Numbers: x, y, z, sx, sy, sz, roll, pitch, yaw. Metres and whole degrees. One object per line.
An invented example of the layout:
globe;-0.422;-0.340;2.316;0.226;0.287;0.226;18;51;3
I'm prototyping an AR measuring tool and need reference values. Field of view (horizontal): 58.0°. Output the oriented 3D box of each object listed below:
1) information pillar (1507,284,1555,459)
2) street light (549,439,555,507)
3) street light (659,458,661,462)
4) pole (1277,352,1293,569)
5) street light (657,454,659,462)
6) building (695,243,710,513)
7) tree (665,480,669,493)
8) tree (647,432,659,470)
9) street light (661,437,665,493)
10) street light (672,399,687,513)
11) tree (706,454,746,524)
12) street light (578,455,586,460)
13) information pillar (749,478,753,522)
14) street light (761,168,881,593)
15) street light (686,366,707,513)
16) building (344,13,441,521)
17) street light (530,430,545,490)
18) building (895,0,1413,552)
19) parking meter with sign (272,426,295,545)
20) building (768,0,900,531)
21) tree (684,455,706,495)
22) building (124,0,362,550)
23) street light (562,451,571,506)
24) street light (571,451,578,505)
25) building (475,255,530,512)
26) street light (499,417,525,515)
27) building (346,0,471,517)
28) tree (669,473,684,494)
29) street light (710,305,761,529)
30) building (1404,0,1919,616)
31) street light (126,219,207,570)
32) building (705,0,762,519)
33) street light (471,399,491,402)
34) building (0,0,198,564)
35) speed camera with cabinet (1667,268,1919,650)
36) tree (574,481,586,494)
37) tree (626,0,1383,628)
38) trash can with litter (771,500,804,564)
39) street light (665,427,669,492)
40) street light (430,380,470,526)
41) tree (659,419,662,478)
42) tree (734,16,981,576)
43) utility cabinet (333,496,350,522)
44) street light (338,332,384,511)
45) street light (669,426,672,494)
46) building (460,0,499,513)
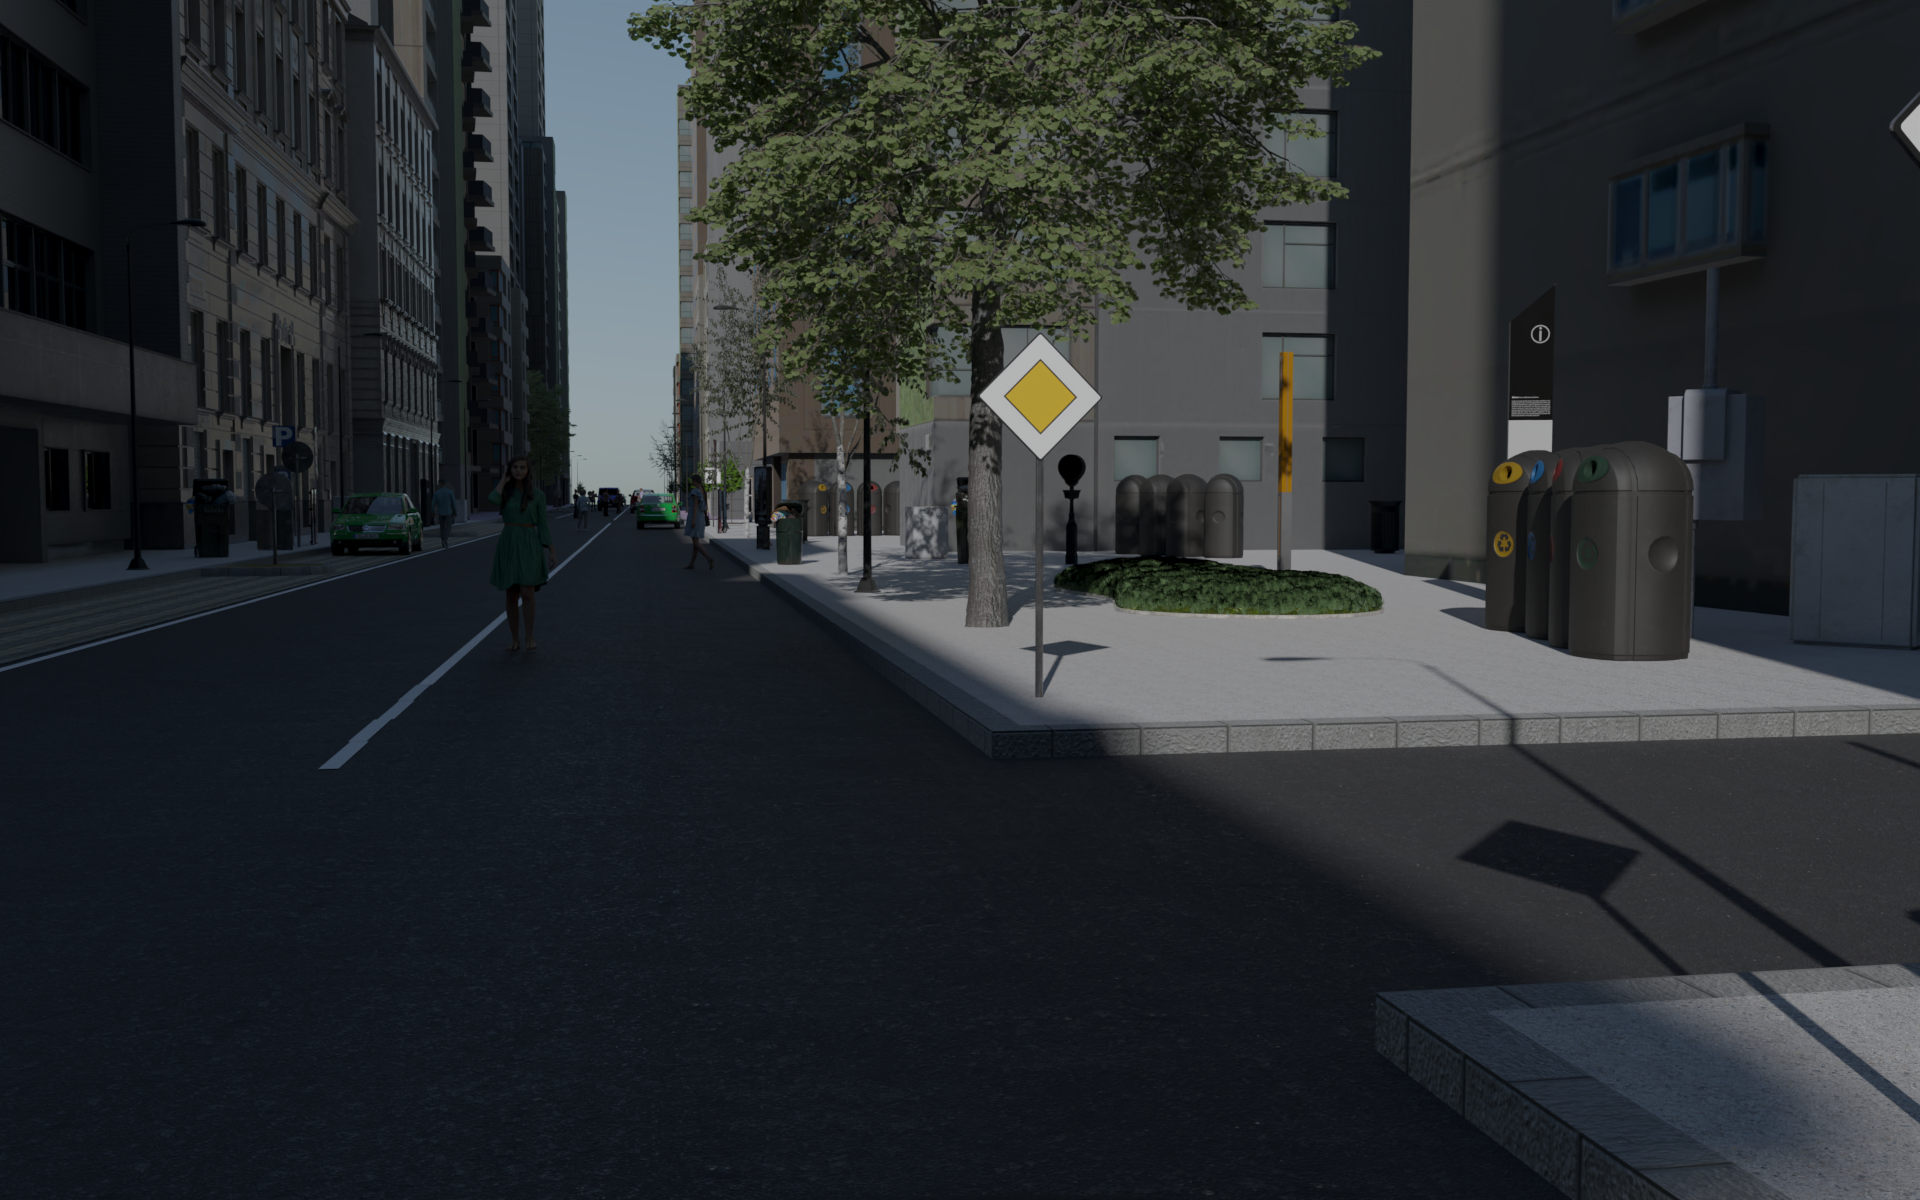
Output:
information pillar;6.416;-1.719;19.468;0.504;3.616;0.183;1;4;9
street light;-34.757;-10.598;145.814;1.470;5.913;1.316;-1;4;-10
street light;-26.765;-11.458;159.883;1.470;5.913;1.316;-1;4;-10
pole;4.688;-1.904;24.975;0.158;3.312;0.155;0;3;0
street light;-30.586;-12.713;180.397;1.470;5.913;1.316;-1;4;-10
building;-5.940;-17.646;133.555;27.650;21.520;28.899;-1;4;-10
tree;-31.987;-12.055;191.705;1.663;3.219;1.824;0;3;0
tree;-27.823;-13.265;167.245;4.360;8.622;3.978;0;3;0
street light;-23.108;-10.211;139.483;1.470;5.913;1.316;-1;4;-10
street light;-13.164;-6.862;84.736;1.470;5.913;1.316;-1;4;-10
tree;-9.991;-4.899;74.704;1.663;3.219;1.824;0;3;0
street light;-45.854;-14.337;206.952;1.470;5.913;1.316;-1;4;-10
information pillar;-9.655;-4.569;79.194;0.304;2.012;0.304;-1;4;-14
street light;-1.742;-3.046;22.344;1.470;5.913;1.316;-1;4;-10
street light;-9.125;-5.541;63.131;1.470;5.913;1.316;-1;4;-10
building;-27.770;-13.652;72.358;9.793;20.994;18.267;-1;4;-10
street light;-30.975;-9.351;125.437;1.470;5.913;1.316;-1;4;-10
building;5.100;-22.100;44.937;14.154;41.232;14.086;-1;4;-10
parking meter with sign;-16.990;-2.887;43.471;0.543;3.016;1.738;-1;4;-18
building;-0.667;-25.451;66.229;14.600;45.320;14.200;-1;4;-10
tree;-12.780;-5.623;86.534;1.663;3.219;1.824;0;3;0
building;-25.547;-15.450;49.873;12.463;27.353;25.104;-1;4;-10
street light;-38.356;-11.831;165.976;1.470;5.913;1.316;-1;4;-10
street light;-42.165;-13.084;186.457;1.470;5.913;1.316;-1;4;-10
building;-49.349;-17.882;137.404;27.650;21.520;28.899;-1;4;-10
street light;-27.302;-8.104;105.040;1.470;5.913;1.316;-1;4;-10
building;-33.098;-24.724;87.835;14.154;41.232;14.086;-1;4;-10
tree;-21.742;-8.732;137.377;1.663;3.219;1.824;0;3;0
street light;-5.365;-4.294;42.750;1.470;5.913;1.316;-1;4;-10
building;18.119;-24.449;23.449;21.600;48.544;21.300;-1;4;-10
street light;-13.423;-3.472;29.312;1.470;5.913;1.316;-1;4;-10
building;-4.402;-34.251;102.007;21.231;58.520;28.212;-1;4;-10
street light;-23.610;-6.857;84.646;1.470;5.913;1.316;-1;4;-10
building;-21.185;-12.425;22.212;14.314;24.678;30.058;-1;4;-10
speed camera with cabinet;7.241;-1.261;14.958;2.038;3.252;0.660;3;5;41
tree;-52.704;-15.000;239.844;1.663;3.219;1.824;0;3;0
tree;0.554;-5.995;16.143;7.486;12.596;7.792;0;3;0
trash can with litter;-3.199;-1.242;31.687;0.624;1.170;1.055;-1;4;-12
street light;-19.328;-8.964;119.105;1.470;5.913;1.316;-1;4;-10
street light;-20.873;-5.978;70.277;1.470;5.913;1.316;-1;4;-10
tree;-6.223;-6.127;50.540;4.360;8.622;3.978;0;3;0
tree;-1.658;-4.678;26.852;4.360;8.622;3.978;0;3;0
utility cabinet;-18.696;-2.569;53.172;1.020;1.237;0.306;0;4;1
street light;-17.215;-4.722;49.742;1.470;5.913;1.316;-1;4;-10
street light;-15.685;-7.716;98.703;1.470;5.913;1.316;-1;4;-10
building;-41.176;-27.748;108.306;22.147;44.769;28.867;-1;4;-10
